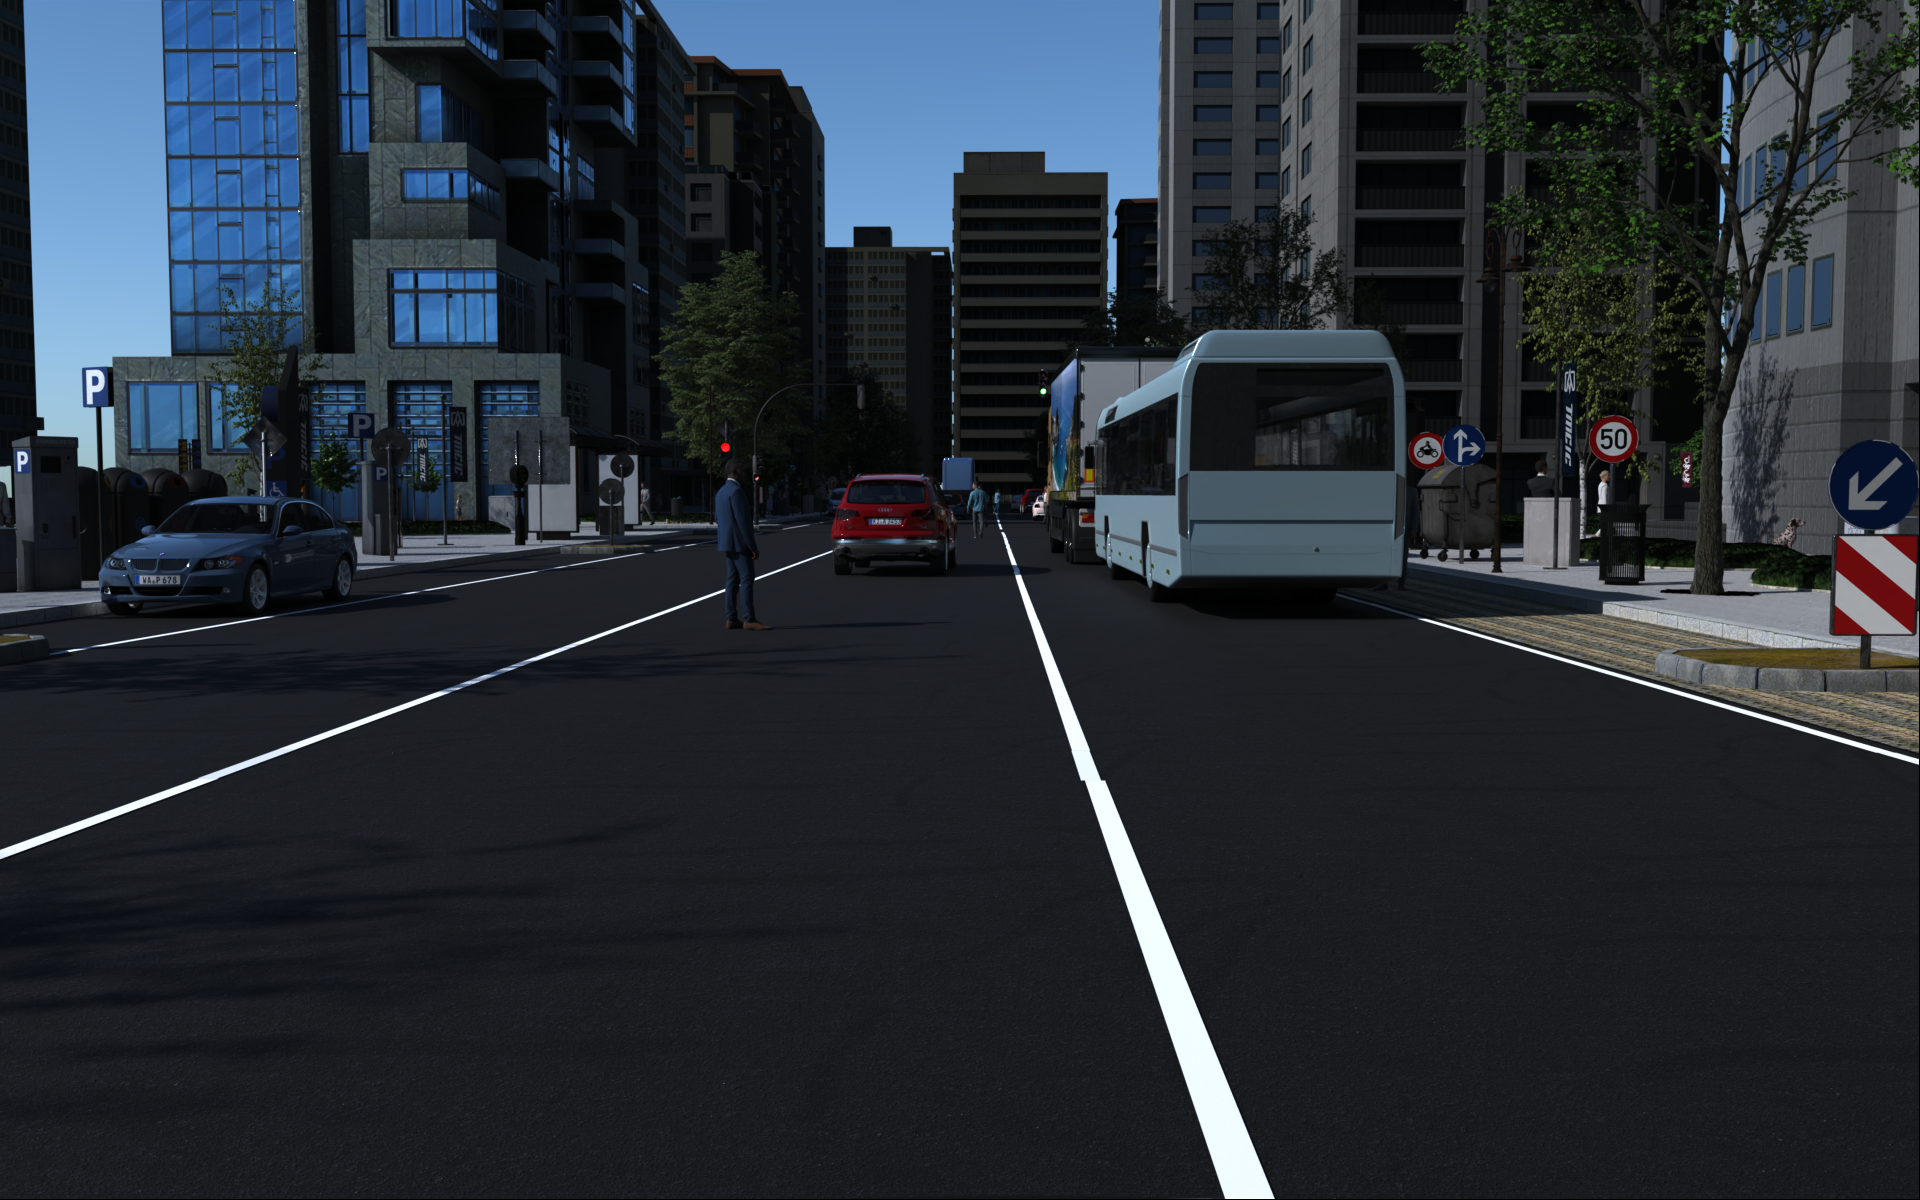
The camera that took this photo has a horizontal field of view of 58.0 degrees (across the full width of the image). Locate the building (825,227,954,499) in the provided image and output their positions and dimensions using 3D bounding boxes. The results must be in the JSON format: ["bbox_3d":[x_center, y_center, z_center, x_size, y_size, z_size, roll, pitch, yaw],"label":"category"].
[{"bbox_3d":[-12.888,-34.405,254.401,23.993,40.220,32.217,0,4,1],"label":"building"}]

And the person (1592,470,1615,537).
[{"bbox_3d":[15.293,-2.158,41.211,0.818,1.842,0.514,-1,4,-15],"label":"person"}]

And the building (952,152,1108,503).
[{"bbox_3d":[9.805,-38.168,247.753,21.600,48.544,21.300,0,4,1],"label":"building"}]

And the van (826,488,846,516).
[{"bbox_3d":[-7.640,-6.443,112.362,2.013,2.044,4.112,0,4,1],"label":"van"}]

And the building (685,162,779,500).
[{"bbox_3d":[-24.053,-23.426,154.714,14.160,30.474,14.107,0,4,1],"label":"building"}]

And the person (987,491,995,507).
[{"bbox_3d":[3.451,-11.322,194.142,1.217,1.766,0.721,0,4,3],"label":"person"}]

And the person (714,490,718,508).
[{"bbox_3d":[-17.403,-7.109,124.078,0.330,1.601,0.589,3,4,36],"label":"person"}]

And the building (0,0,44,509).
[{"bbox_3d":[-68.060,-24.659,95.057,23.993,40.220,32.217,0,4,1],"label":"building"}]

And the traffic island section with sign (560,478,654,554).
[{"bbox_3d":[-8.592,-2.069,42.449,1.989,1.847,2.006,0,4,1],"label":"traffic island section with sign"}]

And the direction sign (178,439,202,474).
[{"bbox_3d":[-31.747,-4.860,71.460,0.876,3.537,0.379,-1,4,-9],"label":"direction sign"}]

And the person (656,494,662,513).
[{"bbox_3d":[-16.090,-5.037,92.665,0.640,1.303,0.475,1,4,15],"label":"person"}]

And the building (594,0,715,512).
[{"bbox_3d":[-33.783,-26.773,129.620,32.217,40.220,23.993,0,4,1],"label":"building"}]

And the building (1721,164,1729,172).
[{"bbox_3d":[69.095,-30.908,197.232,23.993,40.220,32.217,0,4,1],"label":"building"}]

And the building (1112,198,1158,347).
[{"bbox_3d":[35.036,-36.263,247.518,28.867,44.769,22.147,0,4,1],"label":"building"}]

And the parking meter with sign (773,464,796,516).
[{"bbox_3d":[-10.437,-6.493,102.419,1.738,3.016,0.543,3,5,45],"label":"parking meter with sign"}]

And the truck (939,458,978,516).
[{"bbox_3d":[-0.095,-8.107,122.311,2.967,4.110,18.799,0,3,0],"label":"truck"}]

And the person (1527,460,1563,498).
[{"bbox_3d":[10.791,-1.622,31.928,0.648,1.900,0.474,1,4,23],"label":"person"}]

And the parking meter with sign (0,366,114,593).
[{"bbox_3d":[-12.225,-1.643,23.129,0.543,3.016,1.738,2,4,28],"label":"parking meter with sign"}]

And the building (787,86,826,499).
[{"bbox_3d":[-27.321,-35.461,203.496,21.600,48.544,21.300,0,4,1],"label":"building"}]

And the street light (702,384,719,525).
[{"bbox_3d":[-10.446,-6.108,72.646,0.468,5.910,1.993,0,4,1],"label":"street light"}]

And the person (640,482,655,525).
[{"bbox_3d":[-12.950,-3.976,71.326,0.678,1.792,0.850,3,5,43],"label":"person"}]

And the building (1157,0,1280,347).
[{"bbox_3d":[29.996,-38.418,170.127,21.231,58.520,28.212,0,4,1],"label":"building"}]

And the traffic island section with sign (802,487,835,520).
[{"bbox_3d":[-7.689,-5.355,96.186,1.989,1.847,2.006,0,4,1],"label":"traffic island section with sign"}]

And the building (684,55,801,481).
[{"bbox_3d":[-28.098,-31.907,176.306,22.147,44.769,28.867,0,4,1],"label":"building"}]

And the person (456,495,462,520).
[{"bbox_3d":[-22.641,-4.139,78.404,0.332,1.250,0.352,-2,4,-34],"label":"person"}]

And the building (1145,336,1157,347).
[{"bbox_3d":[34.542,-21.691,199.687,27.650,21.520,28.899,0,4,1],"label":"building"}]

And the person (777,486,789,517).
[{"bbox_3d":[-9.909,-5.499,96.538,0.593,1.750,0.643,-3,4,-38],"label":"person"}]

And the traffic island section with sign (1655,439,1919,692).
[{"bbox_3d":[6.554,-0.291,13.383,1.989,1.847,2.006,0,4,1],"label":"traffic island section with sign"}]

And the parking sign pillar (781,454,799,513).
[{"bbox_3d":[-11.546,-7.826,116.420,1.447,3.967,1.447,2,4,35],"label":"parking sign pillar"}]

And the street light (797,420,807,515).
[{"bbox_3d":[-9.820,-8.243,107.554,0.468,5.910,1.993,0,4,1],"label":"street light"}]

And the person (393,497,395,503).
[{"bbox_3d":[-24.126,-4.070,72.952,0.716,1.782,0.532,-1,4,-21],"label":"person"}]

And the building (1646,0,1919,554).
[{"bbox_3d":[28.512,-30.188,35.581,21.231,58.520,28.212,0,4,1],"label":"building"}]

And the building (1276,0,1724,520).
[{"bbox_3d":[28.319,-39.771,88.513,20.611,71.187,20.563,0,4,1],"label":"building"}]

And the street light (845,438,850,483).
[{"bbox_3d":[-9.246,-10.392,142.702,0.468,5.910,1.993,0,4,1],"label":"street light"}]

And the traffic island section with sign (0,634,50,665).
[{"bbox_3d":[-9.052,-0.379,14.827,1.989,1.847,2.006,0,4,1],"label":"traffic island section with sign"}]

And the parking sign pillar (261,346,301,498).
[{"bbox_3d":[-12.091,-2.594,30.884,1.447,3.967,1.447,-1,4,-12],"label":"parking sign pillar"}]

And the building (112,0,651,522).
[{"bbox_3d":[-29.172,-47.708,92.695,22.319,86.520,31.000,0,4,1],"label":"building"}]

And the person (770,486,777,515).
[{"bbox_3d":[-11.407,-6.128,106.403,0.590,1.801,0.661,0,4,-7],"label":"person"}]

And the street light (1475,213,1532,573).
[{"bbox_3d":[8.783,-3.386,28.147,0.468,5.910,1.993,0,4,1],"label":"street light"}]

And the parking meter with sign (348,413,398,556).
[{"bbox_3d":[-12.369,-2.470,36.641,0.543,3.016,1.738,-3,4,-37],"label":"parking meter with sign"}]

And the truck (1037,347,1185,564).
[{"bbox_3d":[3.372,-3.037,38.571,2.839,4.237,11.283,0,4,0],"label":"truck"}]
